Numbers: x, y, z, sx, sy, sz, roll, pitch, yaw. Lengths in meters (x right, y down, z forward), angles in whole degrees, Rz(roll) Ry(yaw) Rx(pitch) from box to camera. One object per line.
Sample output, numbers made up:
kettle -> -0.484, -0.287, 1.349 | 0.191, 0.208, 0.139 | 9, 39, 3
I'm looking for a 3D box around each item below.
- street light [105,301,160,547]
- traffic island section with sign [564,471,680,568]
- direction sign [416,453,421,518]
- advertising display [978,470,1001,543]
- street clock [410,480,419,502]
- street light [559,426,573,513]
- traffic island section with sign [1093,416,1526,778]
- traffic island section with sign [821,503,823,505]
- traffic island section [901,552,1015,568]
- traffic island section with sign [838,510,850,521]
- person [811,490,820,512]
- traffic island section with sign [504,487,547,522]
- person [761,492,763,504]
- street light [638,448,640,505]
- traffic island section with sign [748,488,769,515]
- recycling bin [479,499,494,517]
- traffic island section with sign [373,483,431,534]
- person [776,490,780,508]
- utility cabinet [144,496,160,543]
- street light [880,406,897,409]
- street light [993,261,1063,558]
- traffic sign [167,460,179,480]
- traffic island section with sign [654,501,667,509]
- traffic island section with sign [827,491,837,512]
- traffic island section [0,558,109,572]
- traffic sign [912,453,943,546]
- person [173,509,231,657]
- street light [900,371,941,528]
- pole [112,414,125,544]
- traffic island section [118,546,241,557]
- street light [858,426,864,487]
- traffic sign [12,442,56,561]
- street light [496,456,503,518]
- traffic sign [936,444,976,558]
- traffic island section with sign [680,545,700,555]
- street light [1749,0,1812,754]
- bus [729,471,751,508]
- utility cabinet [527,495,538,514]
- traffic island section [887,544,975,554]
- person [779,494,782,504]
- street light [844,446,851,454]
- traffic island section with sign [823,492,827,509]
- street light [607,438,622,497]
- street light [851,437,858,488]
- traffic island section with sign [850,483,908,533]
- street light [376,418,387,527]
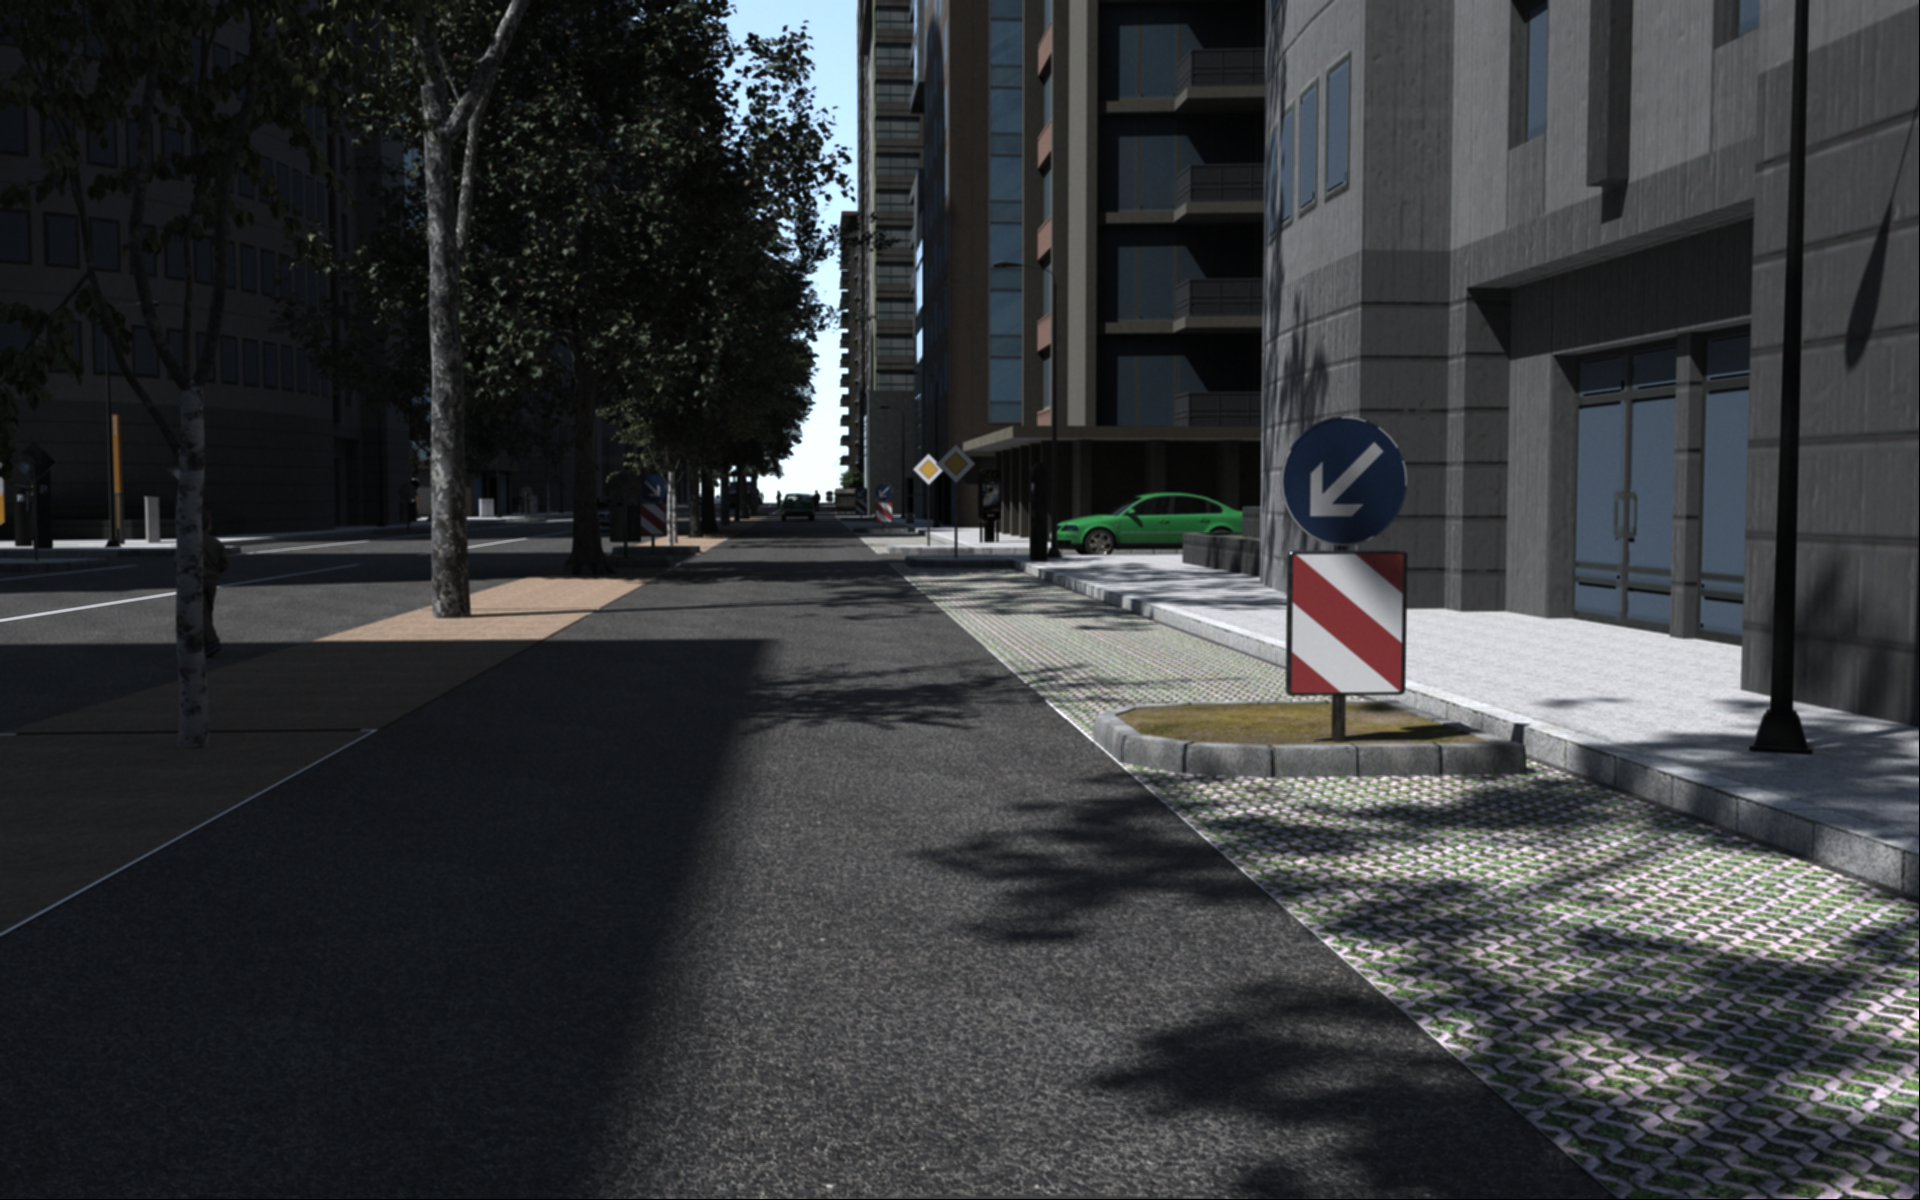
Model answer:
street light -> -19.960, -4.235, 41.782 | 1.470, 5.913, 1.316 | 0, 4, -5
traffic island section with sign -> -6.718, -1.607, 34.411 | 2.006, 1.907, 1.989 | 0, 4, -5
direction sign -> -28.635, -6.074, 91.314 | 0.379, 3.537, 0.876 | -1, 4, -13
advertising display -> 0.785, -2.505, 46.171 | 0.123, 1.923, 0.974 | 2, 4, 32
street clock -> -28.043, -5.168, 89.063 | 0.471, 2.002, 0.358 | -1, 4, -20
street light -> -26.448, -8.846, 117.168 | 1.470, 5.913, 1.316 | 0, 4, -5
traffic island section with sign -> 1.801, -0.062, 9.647 | 1.989, 1.847, 2.006 | 0, 4, -5
traffic island section with sign -> -16.883, -13.187, 224.238 | 1.989, 1.847, 2.006 | 0, 4, -5
traffic island section -> -0.059, -0.763, 34.749 | 2.009, 0.180, 2.903 | 0, 4, -5
traffic island section with sign -> -5.369, -5.092, 91.881 | 1.989, 1.847, 2.006 | 0, 4, -5
person -> -11.856, -8.119, 141.778 | 0.750, 1.759, 0.617 | -3, 4, -37
traffic island section with sign -> -22.761, -5.029, 90.849 | 1.989, 1.847, 2.006 | 0, 4, -5
person -> -27.481, -14.193, 241.240 | 0.721, 1.739, 1.217 | -2, 4, -32
street light -> -31.122, -12.103, 170.424 | 1.470, 5.913, 1.316 | 0, 4, -5
traffic island section with sign -> -13.874, -6.637, 116.648 | 2.006, 1.907, 1.989 | 0, 4, -5
recycling bin -> -26.075, -5.066, 95.383 | 0.722, 1.027, 0.722 | -2, 4, -24
traffic island section with sign -> -20.404, -3.375, 63.817 | 1.989, 1.847, 2.006 | 0, 4, -5
person -> -18.969, -10.525, 180.589 | 0.705, 1.822, 1.348 | -1, 4, -20
utility cabinet -> -21.451, -2.132, 46.021 | 0.306, 1.237, 1.020 | -2, 4, -29
street light -> -3.541, -7.280, 91.569 | 1.470, 5.913, 1.316 | 0, 4, -5
street light -> 1.360, -3.805, 34.745 | 1.470, 5.913, 1.316 | 0, 4, -5
traffic sign -> -18.404, -2.292, 41.117 | 0.795, 2.450, 0.064 | 0, 4, -5
traffic island section with sign -> -29.439, -9.720, 167.556 | 1.989, 1.847, 2.006 | 0, 4, -5
traffic island section with sign -> -9.734, -8.167, 142.155 | 1.989, 1.847, 2.006 | 0, 4, -5
traffic island section -> -17.734, -0.669, 33.221 | 2.009, 0.180, 2.903 | 0, 4, -5
traffic sign -> -0.774, -2.384, 42.625 | 0.795, 2.450, 0.064 | 0, 4, -5
person -> -6.692, -0.153, 15.276 | 0.640, 1.303, 0.475 | 3, 5, 40
street light -> -1.426, -5.688, 65.543 | 1.470, 5.913, 1.316 | 0, 4, -5
pole -> -21.609, -3.096, 44.460 | 0.158, 3.312, 0.155 | 0, 3, 0
traffic island section -> -18.426, -1.156, 41.177 | 2.009, 0.180, 2.903 | 0, 4, -5
street light -> -5.974, -8.870, 117.567 | 1.470, 5.913, 1.316 | 0, 4, -5
traffic sign -> -17.711, -1.805, 33.162 | 0.795, 2.450, 0.064 | 0, 4, -5
street light -> -24.464, -7.417, 93.810 | 1.470, 5.913, 1.316 | 0, 4, -5
traffic sign -> -0.082, -1.898, 34.670 | 0.795, 2.450, 0.064 | 0, 4, -5
traffic island section with sign -> -7.351, -2.058, 41.792 | 2.006, 1.907, 1.989 | 0, 4, -5
street light -> 3.585, -2.199, 8.488 | 1.470, 5.913, 1.316 | 0, 4, -5
bus -> -22.481, -11.461, 178.933 | 2.896, 3.916, 12.252 | 0, 4, -4
utility cabinet -> -27.152, -6.036, 109.854 | 0.306, 1.237, 1.020 | 1, 4, 14
traffic island section -> -0.751, -1.249, 42.704 | 2.009, 0.180, 2.903 | 0, 4, -5
person -> -26.973, -15.288, 258.536 | 0.705, 1.814, 1.350 | -3, 5, -41
street light -> -10.194, -11.919, 167.409 | 1.470, 5.913, 1.316 | 0, 4, -5
traffic island section with sign -> -12.072, -9.809, 169.009 | 1.989, 1.847, 2.006 | 0, 4, -5
street light -> -28.684, -10.468, 143.689 | 1.470, 5.913, 1.316 | 0, 4, -5
street light -> -7.907, -10.328, 141.398 | 1.470, 5.913, 1.316 | 0, 4, -5
traffic island section with sign -> -2.972, -3.416, 64.485 | 1.989, 1.847, 2.006 | 0, 4, -5
street light -> -22.155, -5.826, 67.801 | 1.470, 5.913, 1.316 | 0, 4, -5
